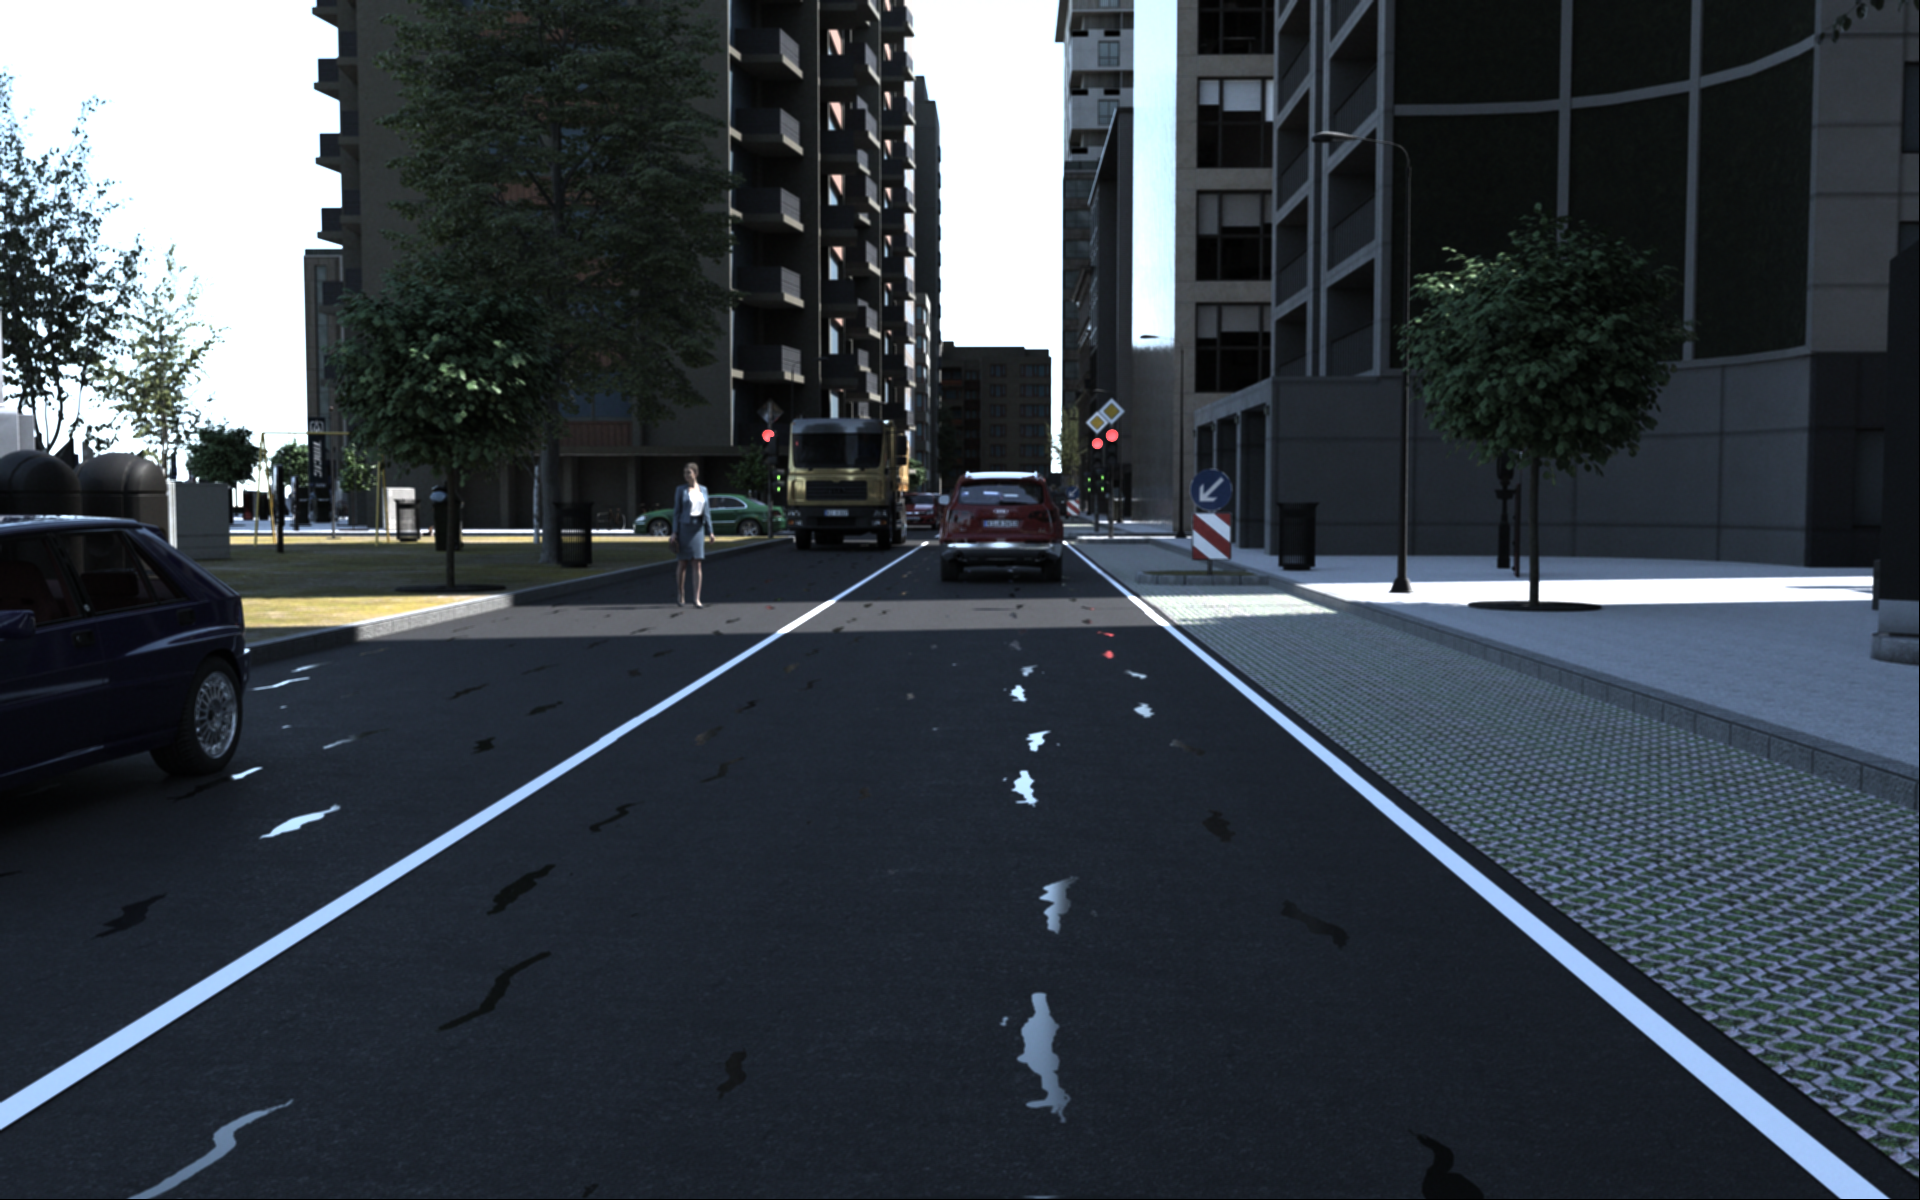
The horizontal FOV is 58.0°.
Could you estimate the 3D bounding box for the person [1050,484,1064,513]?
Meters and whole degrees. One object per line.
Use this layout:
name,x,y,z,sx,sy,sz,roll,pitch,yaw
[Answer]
person,3.288,-3.134,60.156,0.576,1.772,0.534,-2,4,-31

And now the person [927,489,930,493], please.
person,-2.248,-6.976,122.746,0.721,1.800,0.419,-1,4,-13

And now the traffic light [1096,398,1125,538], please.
traffic light,4.401,-3.773,50.604,0.839,4.253,0.868,0,4,1

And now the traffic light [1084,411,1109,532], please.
traffic light,4.610,-4.261,58.586,0.839,4.253,0.868,0,4,1

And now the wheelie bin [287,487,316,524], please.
wheelie bin,-28.213,-4.042,73.993,0.980,1.594,0.693,-2,4,-28

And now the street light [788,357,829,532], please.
street light,-5.155,-5.290,59.040,1.470,5.913,1.316,0,4,1

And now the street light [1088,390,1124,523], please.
street light,6.610,-6.404,77.241,1.470,5.913,1.316,0,4,1

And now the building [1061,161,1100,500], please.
building,15.930,-23.307,152.778,14.160,30.474,14.107,0,4,1

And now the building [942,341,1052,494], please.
building,-2.558,-23.633,231.430,28.899,21.520,27.650,0,4,1

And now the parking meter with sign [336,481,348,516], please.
parking meter with sign,-36.039,-6.424,101.286,0.543,3.016,1.738,-3,5,-42

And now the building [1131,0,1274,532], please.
building,24.391,-16.023,66.495,34.151,26.468,19.350,0,4,1

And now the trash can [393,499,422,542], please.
trash can,-14.825,-2.133,46.525,0.748,1.137,0.748,0,3,0

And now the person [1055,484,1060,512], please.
person,3.985,-3.976,73.371,0.748,1.841,0.638,1,4,11

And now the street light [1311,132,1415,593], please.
street light,5.209,-3.048,22.383,1.470,5.913,1.316,0,4,1

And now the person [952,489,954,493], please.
person,-0.242,-5.866,105.086,0.598,1.740,0.731,0,4,-1

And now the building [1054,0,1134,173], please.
building,24.126,-35.726,173.363,28.713,52.752,27.495,0,4,1

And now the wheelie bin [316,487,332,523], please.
wheelie bin,-28.731,-4.275,77.804,0.980,1.594,0.693,-3,5,-40

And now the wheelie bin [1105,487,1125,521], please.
wheelie bin,7.273,-4.514,81.714,0.980,1.594,0.693,-2,4,-28

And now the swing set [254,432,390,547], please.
swing set,-15.981,-2.825,43.809,3.119,2.851,2.862,-1,4,-12

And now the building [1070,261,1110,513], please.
building,13.503,-15.861,123.951,10.561,19.102,19.286,0,4,1

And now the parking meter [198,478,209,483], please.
parking meter,-28.118,-3.595,64.494,0.399,1.863,0.255,-1,4,-15

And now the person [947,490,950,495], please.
person,-1.124,-9.230,159.414,0.705,1.824,1.348,1,4,14

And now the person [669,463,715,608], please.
person,-3.403,-0.820,21.928,0.581,1.822,0.654,-1,4,-17

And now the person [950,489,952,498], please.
person,-0.566,-7.307,128.305,0.444,1.785,0.601,-3,5,-43

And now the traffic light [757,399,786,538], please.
traffic light,-5.557,-3.788,50.847,0.839,4.253,0.868,0,4,1

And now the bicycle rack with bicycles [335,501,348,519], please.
bicycle rack with bicycles,-31.009,-4.609,88.734,2.852,0.926,2.925,1,4,16

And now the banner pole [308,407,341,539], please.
banner pole,-18.214,-3.643,49.578,0.863,3.779,0.401,-1,4,-20

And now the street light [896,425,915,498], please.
street light,-3.702,-8.799,116.407,1.470,5.913,1.316,0,4,1

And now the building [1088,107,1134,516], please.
building,15.151,-17.128,99.104,14.314,24.678,30.058,0,4,1

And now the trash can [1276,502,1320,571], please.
trash can,5.688,-1.074,29.220,0.748,1.137,0.748,0,3,0

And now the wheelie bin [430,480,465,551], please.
wheelie bin,-11.634,-1.920,39.304,0.693,1.594,0.980,-1,4,-9

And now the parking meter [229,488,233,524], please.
parking meter,-31.529,-4.050,74.626,0.372,1.533,0.369,0,3,0

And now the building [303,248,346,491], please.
building,-67.740,-26.471,204.507,14.107,30.474,14.160,0,4,1

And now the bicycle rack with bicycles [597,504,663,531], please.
bicycle rack with bicycles,-11.427,-2.899,60.776,2.852,0.926,2.925,0,4,5

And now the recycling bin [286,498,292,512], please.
recycling bin,-46.815,-6.629,120.943,0.722,1.027,0.722,-3,5,-41

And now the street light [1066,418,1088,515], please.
street light,7.312,-8.127,105.409,1.470,5.913,1.316,0,4,1

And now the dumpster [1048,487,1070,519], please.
dumpster,5.403,-5.575,99.366,1.865,1.857,1.264,0,4,3

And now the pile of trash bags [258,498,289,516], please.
pile of trash bags,-40.808,-5.754,103.829,3.447,1.369,1.912,-3,4,-39

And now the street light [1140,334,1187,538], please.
street light,5.928,-4.771,50.551,1.470,5.913,1.316,0,4,1

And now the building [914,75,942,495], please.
building,-13.083,-35.148,198.371,21.600,48.544,21.300,0,4,1

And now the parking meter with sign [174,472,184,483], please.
parking meter with sign,-50.500,-7.140,112.998,1.738,3.016,0.543,1,4,12

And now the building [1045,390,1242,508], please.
building,20.335,-46.461,197.894,20.563,71.187,20.611,0,4,1

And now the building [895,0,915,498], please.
building,-11.002,-30.037,141.222,14.600,45.320,14.200,0,4,1

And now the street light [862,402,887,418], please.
street light,-4.418,-7.057,87.923,1.470,5.913,1.316,0,4,1

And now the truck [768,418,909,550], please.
truck,-2.943,-3.119,46.913,3.469,3.379,9.791,0,4,2

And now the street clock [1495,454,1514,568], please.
street clock,9.400,-1.549,29.896,0.358,2.002,0.471,1,4,10

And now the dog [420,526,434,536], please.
dog,-17.379,-2.223,56.540,0.550,0.427,0.748,-3,5,-40

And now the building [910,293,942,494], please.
building,-16.348,-19.497,163.808,27.650,21.520,28.899,0,4,1

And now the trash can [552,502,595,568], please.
trash can,-6.751,-1.140,30.287,0.748,1.137,0.748,0,3,0

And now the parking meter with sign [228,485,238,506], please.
parking meter with sign,-50.239,-7.456,118.170,1.738,3.016,0.543,-1,4,-18

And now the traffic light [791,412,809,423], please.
traffic light,-5.348,-4.276,58.830,0.839,4.253,0.868,0,4,1

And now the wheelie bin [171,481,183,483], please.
wheelie bin,-18.511,-1.992,40.477,0.980,1.594,0.693,-1,4,-13
